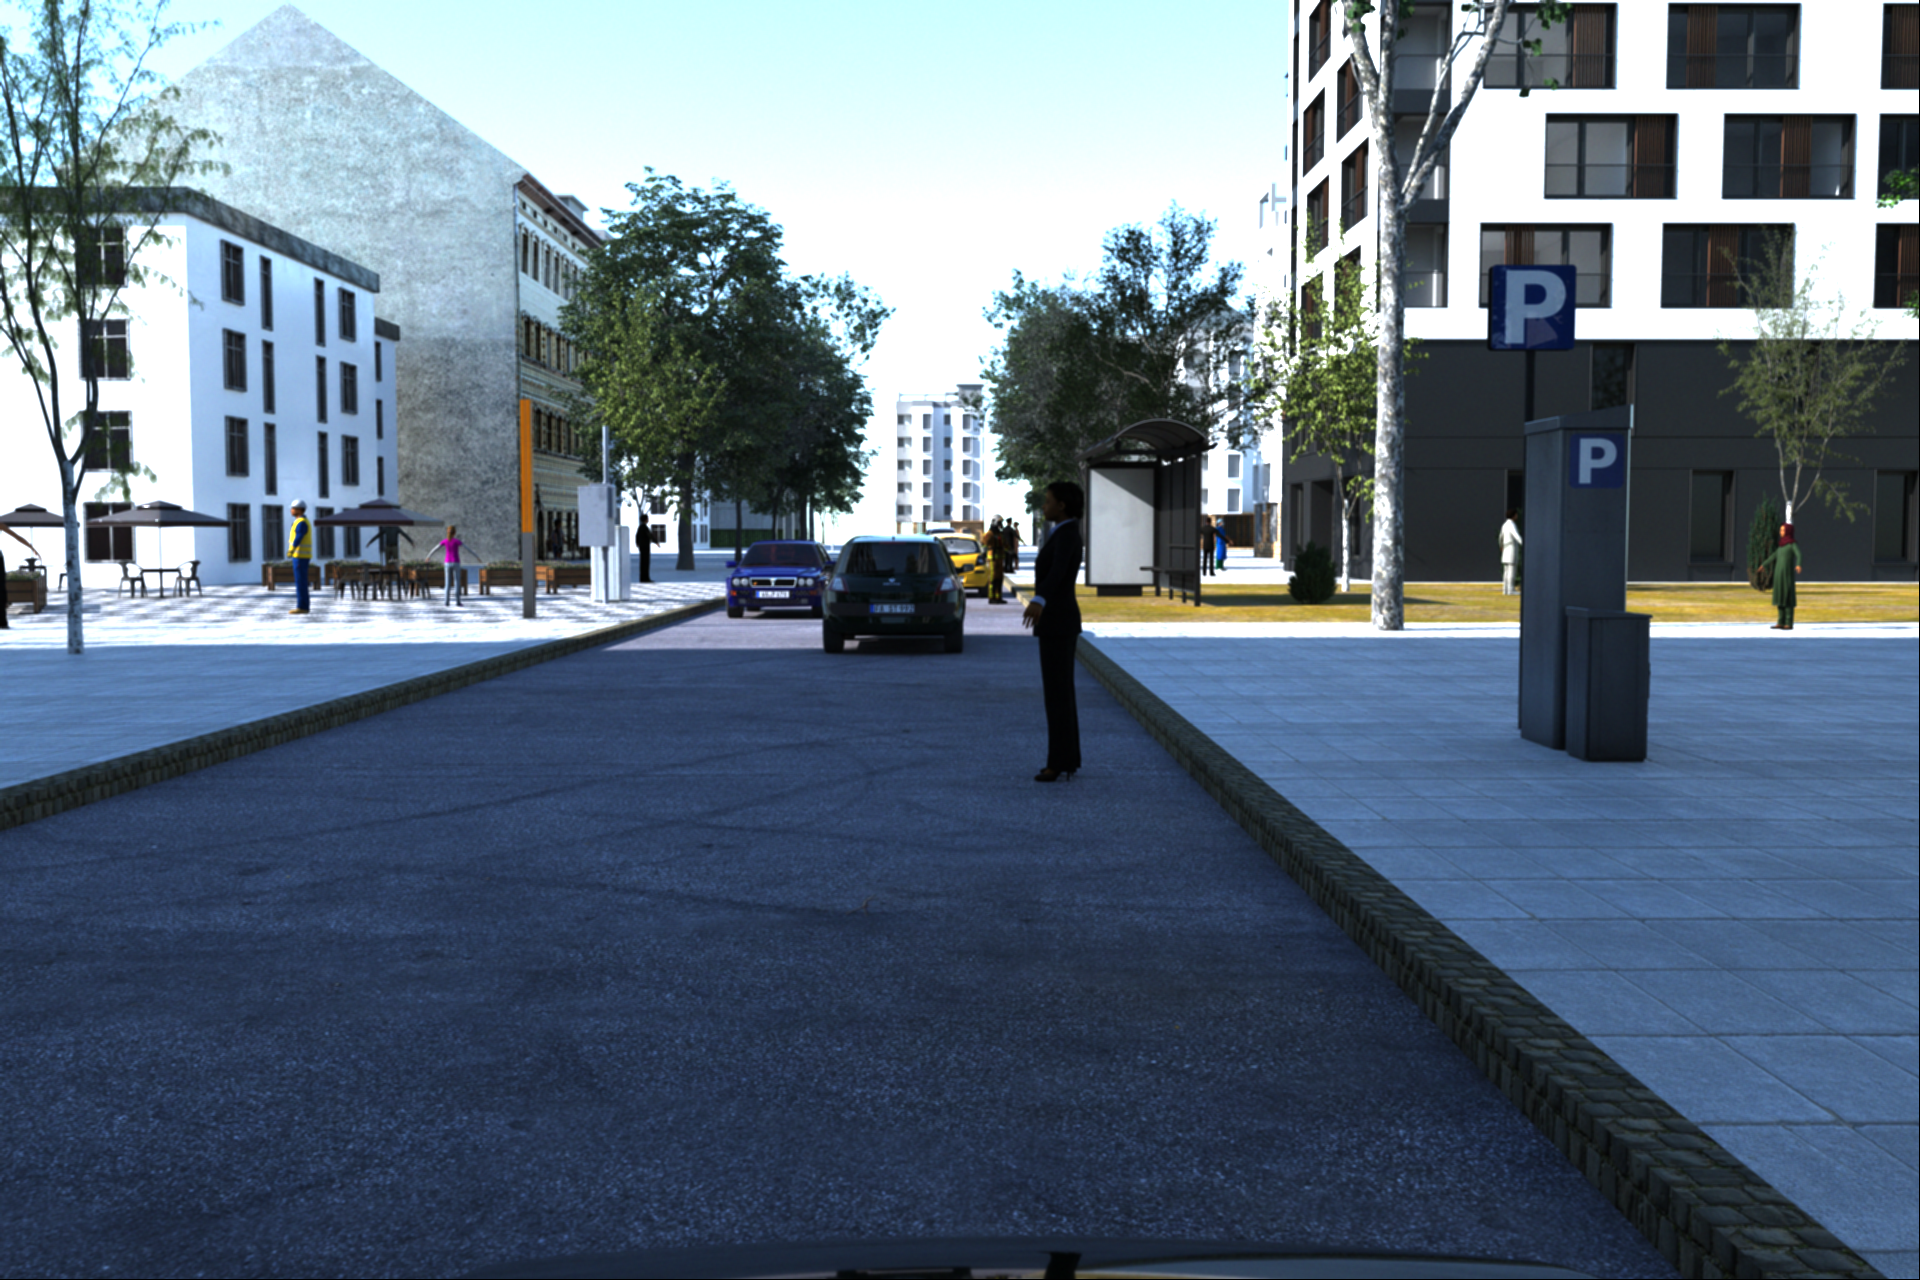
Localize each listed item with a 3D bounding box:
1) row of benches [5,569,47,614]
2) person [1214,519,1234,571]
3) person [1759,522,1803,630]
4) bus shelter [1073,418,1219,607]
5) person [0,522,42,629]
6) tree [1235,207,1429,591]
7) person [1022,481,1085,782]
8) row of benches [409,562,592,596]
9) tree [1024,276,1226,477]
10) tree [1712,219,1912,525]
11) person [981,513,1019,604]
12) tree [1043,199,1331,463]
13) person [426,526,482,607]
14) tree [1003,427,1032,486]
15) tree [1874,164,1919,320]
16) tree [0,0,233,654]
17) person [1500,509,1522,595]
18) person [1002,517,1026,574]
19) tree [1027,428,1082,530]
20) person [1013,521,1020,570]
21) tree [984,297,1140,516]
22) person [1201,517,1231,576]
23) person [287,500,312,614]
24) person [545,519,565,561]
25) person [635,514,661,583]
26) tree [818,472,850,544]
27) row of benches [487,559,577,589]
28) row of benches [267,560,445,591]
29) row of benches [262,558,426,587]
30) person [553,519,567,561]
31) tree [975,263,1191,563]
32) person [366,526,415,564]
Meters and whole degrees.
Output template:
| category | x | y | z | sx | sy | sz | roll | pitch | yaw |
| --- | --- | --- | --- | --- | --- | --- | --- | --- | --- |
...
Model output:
| category | x | y | z | sx | sy | sz | roll | pitch | yaw |
| --- | --- | --- | --- | --- | --- | --- | --- | --- | --- |
| row of benches | -15.906 | -0.849 | 29.342 | 1.422 | 0.672 | 4.104 | -2 | 4 | -26 |
| person | 9.076 | -3.304 | 60.144 | 0.704 | 1.817 | 1.347 | 3 | 4 | 38 |
| person | 11.034 | -0.860 | 23.278 | 0.599 | 1.438 | 0.989 | 0 | 4 | -4 |
| bus shelter | 3.419 | -2.388 | 32.975 | 2.014 | 3.302 | 5.546 | 0 | 4 | -2 |
| person | -13.090 | -1.015 | 23.400 | 1.217 | 1.737 | 0.721 | -2 | 4 | -25 |
| tree | 8.492 | -5.390 | 38.492 | 4.737 | 8.622 | 4.395 | 0 | 3 | 0 |
| person | 0.508 | -0.059 | 10.142 | 0.721 | 1.740 | 1.216 | 1 | 4 | 9 |
| row of benches | -9.555 | -1.311 | 36.905 | 4.104 | 0.672 | 1.422 | -2 | 4 | -28 |
| tree | 5.944 | -7.800 | 61.943 | 7.601 | 10.594 | 8.767 | -1 | 4 | -10 |
| tree | 19.611 | -5.533 | 40.829 | 4.360 | 8.622 | 3.978 | 0 | 3 | 0 |
| person | 0.766 | -1.667 | 35.482 | 0.705 | 1.858 | 1.354 | 2 | 4 | 32 |
| tree | 6.245 | -6.918 | 47.517 | 8.767 | 10.594 | 7.601 | 1 | 4 | 12 |
| person | -8.971 | -1.309 | 30.675 | 0.991 | 1.433 | 0.599 | 0 | 3 | 0 |
| tree | 11.241 | -22.447 | 222.892 | 12.611 | 20.169 | 13.585 | 0 | 3 | 0 |
| tree | 19.546 | -6.283 | 28.482 | 9.928 | 11.665 | 9.643 | 0 | 3 | 0 |
| tree | -9.410 | -4.172 | 18.575 | 4.360 | 8.622 | 3.978 | 0 | 3 | 0 |
| person | 11.663 | -1.859 | 36.584 | 0.705 | 1.806 | 1.347 | 0 | 4 | -5 |
| person | 1.612 | -3.069 | 56.111 | 0.705 | 1.837 | 1.347 | -3 | 5 | -40 |
| tree | 5.682 | -9.380 | 103.733 | 4.737 | 8.622 | 4.395 | 0 | 3 | 0 |
| person | 1.909 | -3.364 | 61.804 | 0.721 | 1.733 | 1.217 | -1 | 4 | -16 |
| tree | 5.740 | -11.365 | 92.466 | 9.857 | 13.997 | 8.962 | 0 | 3 | 0 |
| person | 7.612 | -2.857 | 52.942 | 1.346 | 1.802 | 0.704 | 2 | 4 | 30 |
| person | -10.634 | -1.338 | 27.844 | 0.705 | 1.833 | 1.349 | -1 | 4 | -16 |
| person | -15.018 | -3.585 | 64.466 | 0.705 | 1.847 | 1.347 | -3 | 5 | -42 |
| person | -8.275 | -2.413 | 45.631 | 0.705 | 1.806 | 1.347 | -3 | 4 | -36 |
| tree | -17.228 | -17.759 | 216.110 | 9.928 | 11.665 | 9.643 | 0 | 3 | 0 |
| row of benches | -10.415 | -1.632 | 42.139 | 1.422 | 0.672 | 4.104 | -3 | 4 | -36 |
| row of benches | -13.844 | -1.513 | 40.205 | 4.104 | 0.672 | 1.422 | -2 | 4 | -29 |
| row of benches | -15.130 | -1.689 | 43.076 | 4.104 | 0.672 | 1.422 | -1 | 4 | -16 |
| person | -14.545 | -3.472 | 62.913 | 0.704 | 1.843 | 1.345 | 0 | 4 | 2 |
| tree | 5.731 | -10.281 | 78.458 | 12.009 | 13.543 | 11.850 | 0 | 3 | 0 |
| person | -15.729 | -2.547 | 47.917 | 1.348 | 1.796 | 0.705 | 0 | 4 | 2 |
